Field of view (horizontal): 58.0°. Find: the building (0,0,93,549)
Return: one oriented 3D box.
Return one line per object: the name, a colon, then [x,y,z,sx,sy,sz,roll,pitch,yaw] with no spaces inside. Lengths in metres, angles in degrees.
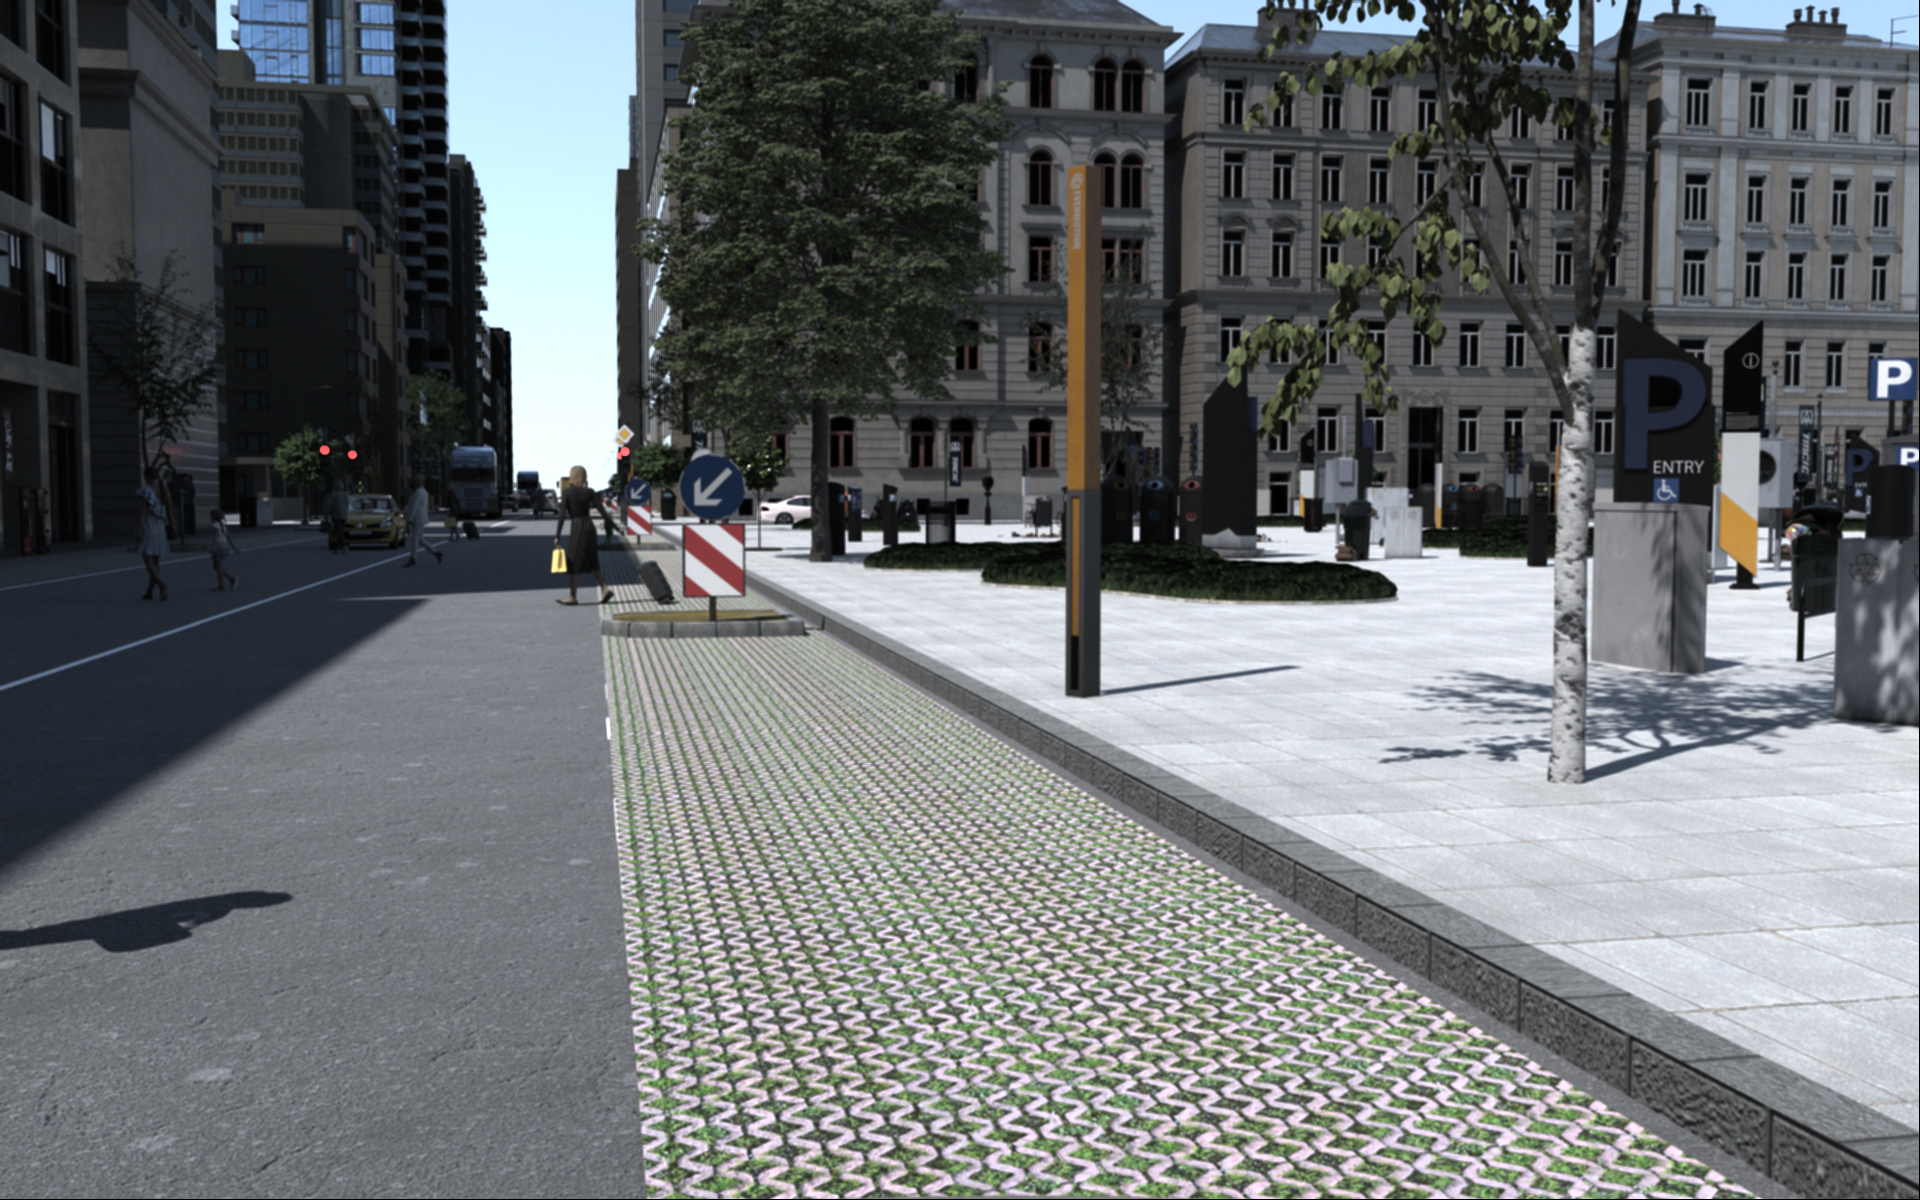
building: [-29.676,-13.680,28.190,19.350,26.468,34.151,-1,4,-12]

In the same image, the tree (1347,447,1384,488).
tree: [13.997,-4.004,60.062,1.663,3.219,1.824,0,3,0]

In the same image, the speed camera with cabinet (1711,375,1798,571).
speed camera with cabinet: [12.890,-2.131,29.181,0.660,3.252,2.038,-3,5,-41]

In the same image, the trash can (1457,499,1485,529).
trash can: [13.856,-2.163,47.014,0.748,1.137,0.748,0,3,0]

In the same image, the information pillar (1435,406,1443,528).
information pillar: [12.861,-3.374,46.519,0.183,3.616,0.504,0,4,4]

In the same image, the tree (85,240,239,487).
tree: [-23.823,-6.170,51.238,4.360,8.622,3.978,0,3,0]

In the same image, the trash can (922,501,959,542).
trash can: [-0.392,-1.430,35.028,0.748,1.137,0.748,0,3,0]

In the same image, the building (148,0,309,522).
building: [-49.385,-23.863,82.033,32.217,40.220,23.993,-1,4,-12]

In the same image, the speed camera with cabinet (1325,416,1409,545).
speed camera with cabinet: [10.373,-3.045,44.115,2.038,3.252,0.660,-1,4,-9]

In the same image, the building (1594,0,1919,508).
building: [44.007,-19.041,97.227,20.117,28.700,13.634,-1,4,-12]

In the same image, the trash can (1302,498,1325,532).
trash can: [11.869,-2.847,58.198,0.748,1.137,0.748,0,3,0]

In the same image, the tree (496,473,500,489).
tree: [-60.835,-14.647,223.196,4.285,4.588,4.351,0,3,0]

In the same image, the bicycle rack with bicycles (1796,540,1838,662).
bicycle rack with bicycles: [7.885,-0.001,13.405,2.852,0.926,2.925,3,5,41]

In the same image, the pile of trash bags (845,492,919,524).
pile of trash bags: [-3.318,-3.671,69.768,3.447,1.369,1.912,0,4,4]

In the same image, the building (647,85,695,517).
building: [-10.614,-19.087,116.588,19.350,26.468,34.151,-1,4,-12]

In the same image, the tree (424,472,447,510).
tree: [-42.389,-8.776,138.088,1.663,3.219,1.824,0,3,0]

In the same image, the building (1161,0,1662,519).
building: [22.077,-18.009,91.706,25.104,27.353,12.463,-1,4,-12]

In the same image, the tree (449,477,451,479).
tree: [-46.926,-10.190,161.203,1.663,3.219,1.824,0,3,0]

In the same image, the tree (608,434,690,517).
tree: [-16.526,-6.831,95.404,4.285,4.588,4.351,0,3,0]

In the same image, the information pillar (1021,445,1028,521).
information pillar: [3.080,-5.554,82.162,0.183,3.616,0.504,1,4,22]

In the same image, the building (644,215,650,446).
building: [-18.929,-21.836,142.917,13.634,28.700,20.117,-1,4,-12]

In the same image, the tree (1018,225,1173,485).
tree: [3.659,-5.764,44.602,4.360,8.622,3.978,0,3,0]

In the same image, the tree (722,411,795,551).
tree: [-4.596,-2.748,39.535,1.663,3.219,1.824,0,3,0]

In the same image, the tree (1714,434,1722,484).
tree: [21.772,-3.289,48.382,1.663,3.219,1.824,0,3,0]

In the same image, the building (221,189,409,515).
building: [-53.108,-16.632,116.966,27.650,21.520,28.899,-1,4,-12]

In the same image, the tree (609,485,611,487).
tree: [-58.636,-18.233,292.717,1.663,3.219,1.824,0,3,0]

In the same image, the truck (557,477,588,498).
truck: [-43.319,-12.100,193.765,3.469,3.379,9.791,-1,4,-13]

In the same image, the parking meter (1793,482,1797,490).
parking meter: [39.181,-4.640,81.582,0.255,1.863,0.399,0,4,-4]

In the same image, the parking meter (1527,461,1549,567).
parking meter: [10.226,-1.524,30.631,0.255,1.863,0.399,0,4,1]

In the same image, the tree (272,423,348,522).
tree: [-29.761,-5.858,79.484,4.285,4.588,4.351,0,3,0]

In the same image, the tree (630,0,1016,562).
tree: [-2.290,-6.978,32.217,7.486,12.596,7.792,0,3,0]

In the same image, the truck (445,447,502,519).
truck: [-28.994,-7.000,104.210,2.967,4.110,18.799,-1,4,-14]

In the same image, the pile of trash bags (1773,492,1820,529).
pile of trash bags: [30.564,-3.256,62.984,1.912,1.369,3.447,3,5,41]

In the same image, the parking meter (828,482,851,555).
parking meter: [-2.609,-1.720,36.530,0.372,1.533,0.369,0,3,0]

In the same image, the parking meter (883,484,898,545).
parking meter: [-1.737,-2.139,43.381,0.372,1.533,0.369,0,3,0]

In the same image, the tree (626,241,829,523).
tree: [-7.884,-7.690,60.137,7.601,10.594,8.767,-2,4,-27]

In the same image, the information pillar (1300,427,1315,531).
information pillar: [12.099,-4.216,60.292,0.504,3.616,0.183,0,4,7]

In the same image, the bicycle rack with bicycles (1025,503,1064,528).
bicycle rack with bicycles: [3.526,-3.270,66.854,2.852,0.926,2.925,2,4,28]

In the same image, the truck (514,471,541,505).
truck: [-50.983,-13.195,205.499,2.967,4.110,18.799,-1,4,-12]

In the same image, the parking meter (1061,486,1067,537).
parking meter: [2.595,-2.004,41.169,0.372,1.533,0.369,0,3,0]

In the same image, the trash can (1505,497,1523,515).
trash can: [23.377,-3.761,73.145,0.748,1.137,0.748,0,3,0]

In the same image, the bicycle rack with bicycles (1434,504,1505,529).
bicycle rack with bicycles: [17.831,-2.927,61.239,2.852,0.926,2.925,3,5,41]

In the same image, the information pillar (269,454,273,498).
information pillar: [-40.379,-6.754,101.789,0.504,3.616,0.183,2,4,24]

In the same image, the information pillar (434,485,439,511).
information pillar: [-40.453,-7.910,133.813,0.304,2.012,0.304,-3,5,-42]

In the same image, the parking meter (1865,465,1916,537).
parking meter: [8.107,-0.410,15.118,0.372,1.533,0.369,0,3,0]

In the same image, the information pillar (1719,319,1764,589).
information pillar: [10.520,-1.955,23.311,0.504,3.616,0.183,1,4,10]

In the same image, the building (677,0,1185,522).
building: [-2.102,-18.411,88.406,23.554,28.519,14.401,-1,4,-12]

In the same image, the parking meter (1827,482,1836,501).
parking meter: [40.542,-4.580,80.598,0.399,1.863,0.255,-2,4,-33]

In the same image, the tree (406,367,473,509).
tree: [-44.099,-13.304,143.269,9.928,11.665,9.643,0,3,0]

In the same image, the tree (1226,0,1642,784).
tree: [2.585,-3.505,7.674,4.737,8.622,4.395,0,3,0]

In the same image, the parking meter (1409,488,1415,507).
parking meter: [19.965,-4.184,76.820,0.372,1.533,0.369,0,3,0]

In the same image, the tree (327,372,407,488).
tree: [-35.282,-9.381,103.749,4.737,8.622,4.395,0,3,0]

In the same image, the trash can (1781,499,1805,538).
trash can: [24.453,-2.406,50.994,0.748,1.137,0.748,0,3,0]

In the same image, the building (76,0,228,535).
building: [-38.165,-13.162,57.007,24.055,21.916,13.314,-1,4,-12]

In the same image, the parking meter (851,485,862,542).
parking meter: [-2.830,-2.338,46.631,0.372,1.533,0.369,0,3,0]
